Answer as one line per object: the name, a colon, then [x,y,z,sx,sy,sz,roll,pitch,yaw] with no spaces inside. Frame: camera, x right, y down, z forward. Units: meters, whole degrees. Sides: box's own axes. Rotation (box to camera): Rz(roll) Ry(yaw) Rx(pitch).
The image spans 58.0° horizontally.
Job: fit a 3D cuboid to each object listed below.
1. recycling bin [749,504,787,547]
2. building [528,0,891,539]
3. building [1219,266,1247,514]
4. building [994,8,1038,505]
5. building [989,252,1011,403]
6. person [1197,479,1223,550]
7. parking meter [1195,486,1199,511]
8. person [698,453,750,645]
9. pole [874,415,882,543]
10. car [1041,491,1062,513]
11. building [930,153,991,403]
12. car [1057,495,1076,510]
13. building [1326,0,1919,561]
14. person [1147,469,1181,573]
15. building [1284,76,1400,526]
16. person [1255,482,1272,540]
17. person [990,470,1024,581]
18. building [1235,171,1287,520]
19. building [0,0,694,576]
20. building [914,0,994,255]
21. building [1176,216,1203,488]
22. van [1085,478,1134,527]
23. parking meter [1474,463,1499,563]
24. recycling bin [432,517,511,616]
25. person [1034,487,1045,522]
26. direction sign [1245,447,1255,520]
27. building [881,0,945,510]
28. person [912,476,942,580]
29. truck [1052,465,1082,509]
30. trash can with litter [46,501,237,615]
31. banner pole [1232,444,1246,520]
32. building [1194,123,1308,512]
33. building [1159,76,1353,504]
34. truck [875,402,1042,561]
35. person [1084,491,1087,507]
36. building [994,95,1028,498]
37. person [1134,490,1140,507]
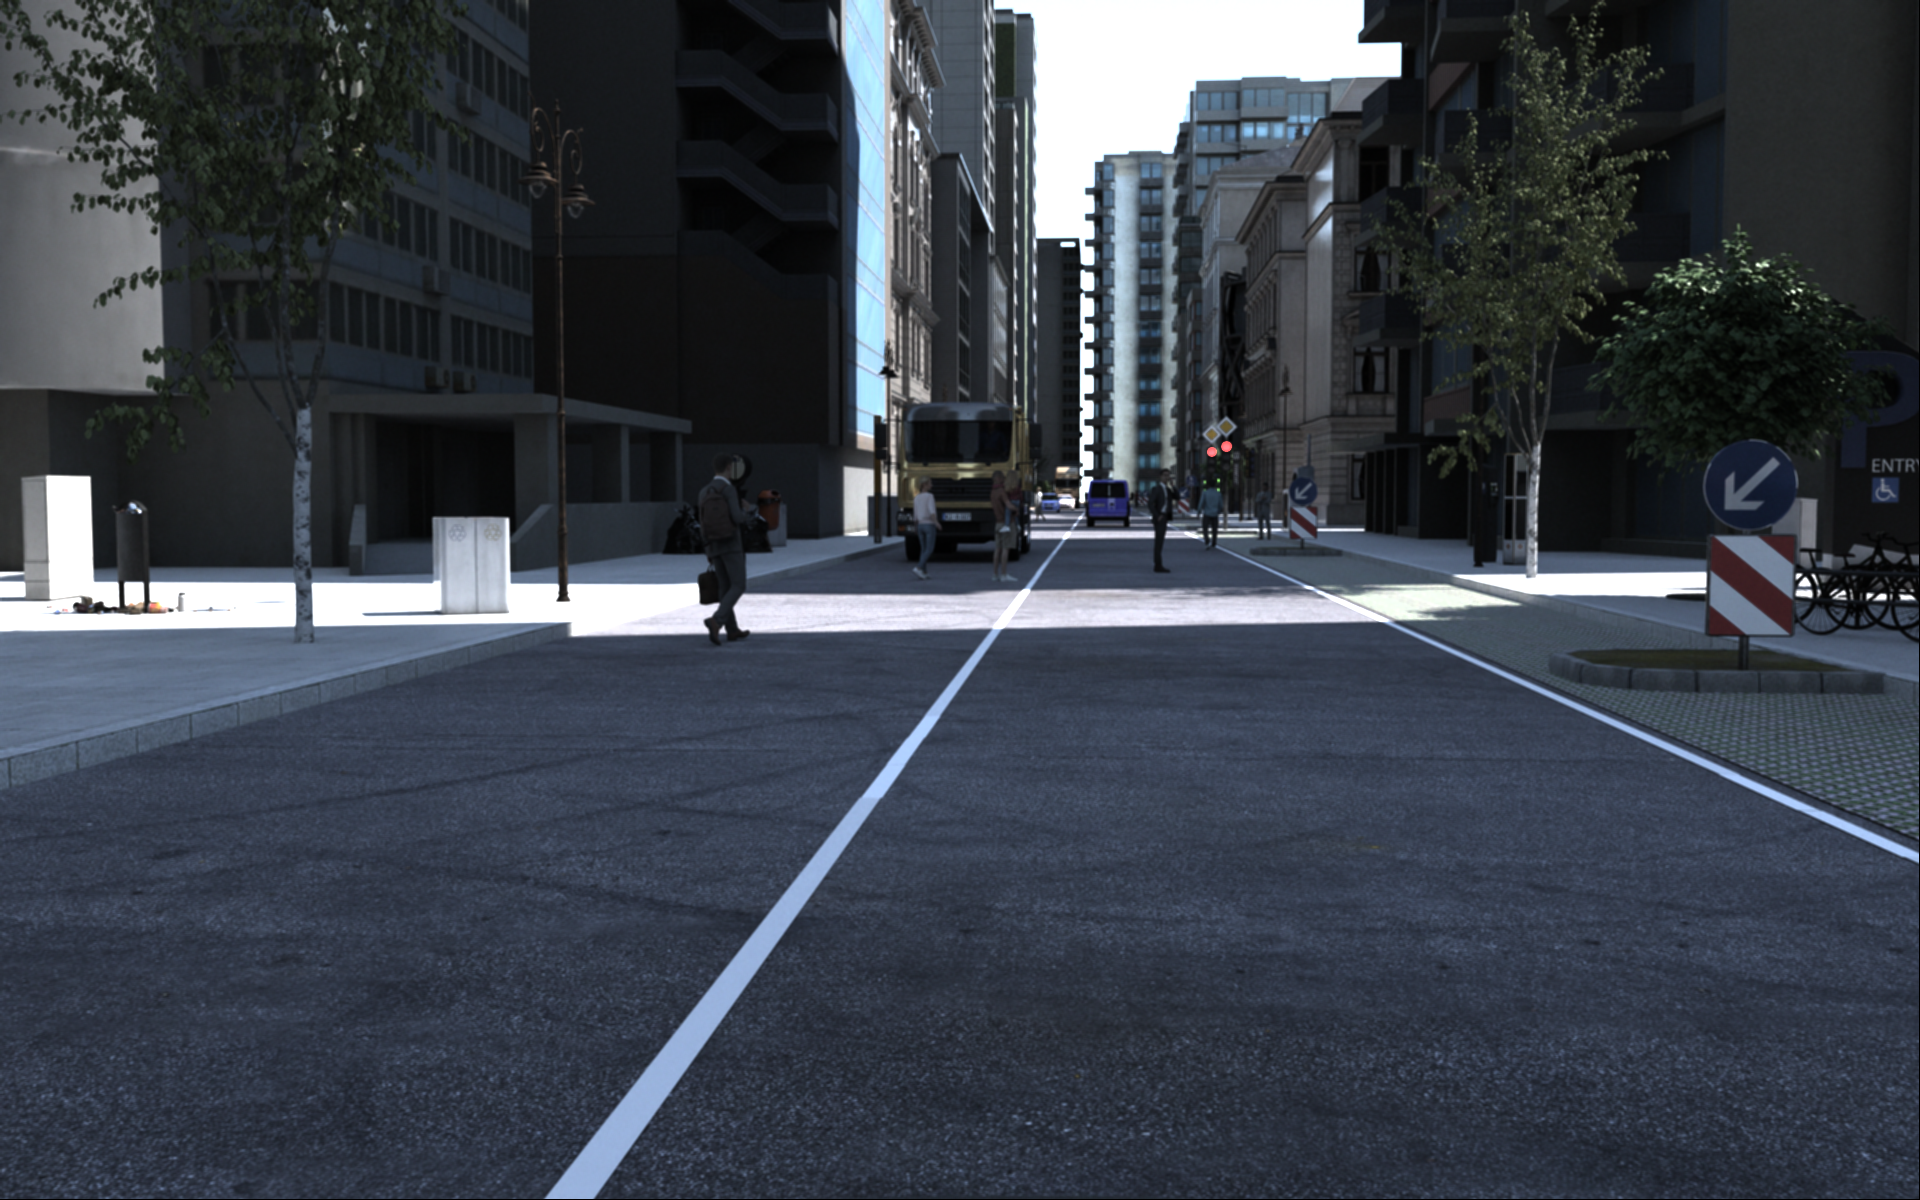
recycling bin: [-4.700,-1.810,42.140,0.722,1.027,0.722,2,4,27]
building: [-10.113,-24.783,55.308,14.200,45.320,14.600,0,4,5]
building: [25.813,-15.203,116.022,16.820,18.784,16.811,0,4,5]
building: [-4.853,-40.909,210.857,28.212,58.520,21.231,0,4,5]
building: [-1.430,-17.478,134.915,9.793,20.994,18.267,0,4,5]
person: [6.459,-2.210,44.651,0.660,1.820,0.620,-1,4,-8]
parking meter: [18.266,-7.806,133.346,0.255,1.863,0.399,0,4,-1]
person: [-2.299,-0.505,16.713,0.622,1.834,0.822,2,4,32]
pole: [-2.138,-3.132,45.048,0.158,3.312,0.155,0,3,0]
car: [6.942,-7.656,134.761,1.945,1.707,3.694,0,4,4]
building: [-6.014,-17.846,110.853,14.314,24.678,30.058,0,4,5]
car: [9.421,-8.820,156.573,2.083,1.381,4.827,0,4,4]
building: [22.465,-23.864,44.793,22.147,44.769,28.867,0,4,5]
person: [3.767,-1.470,31.893,0.474,1.900,0.648,2,4,30]
building: [24.361,-12.808,74.039,19.286,19.102,10.561,0,4,5]
person: [9.481,-2.777,54.089,0.511,1.800,0.466,1,4,18]
person: [0.752,-1.225,28.510,0.580,1.828,0.573,1,4,16]
building: [20.721,-13.952,92.743,10.561,19.102,19.286,0,4,5]
building: [-22.792,-21.011,35.415,32.217,40.220,23.993,0,4,5]
building: [-5.164,-43.885,155.765,20.563,71.187,20.611,0,4,5]
building: [29.714,-25.055,181.349,14.160,30.474,14.107,0,4,5]
van: [6.633,-4.449,77.131,2.240,2.365,5.245,0,4,6]
parking meter: [9.899,-1.643,32.569,0.255,1.863,0.399,-2,4,-30]
recycling bin: [-5.278,-0.376,18.702,0.722,1.027,0.722,-2,4,-23]
person: [4.167,-4.986,90.253,0.641,1.798,0.478,3,4,38]
direction sign: [14.147,-5.662,84.574,0.379,3.537,0.876,-1,4,-20]
building: [-8.573,-18.117,83.610,14.401,28.519,23.554,0,4,5]
person: [-0.589,-1.218,29.080,0.731,1.740,0.598,3,4,36]
truck: [10.495,-11.008,168.889,2.839,4.237,11.283,0,4,4]
trash can with litter: [-9.201,-0.488,19.041,2.233,1.210,1.678,2,4,35]
banner pole: [13.856,-5.872,86.032,0.863,3.779,0.401,3,5,41]
building: [25.551,-21.304,134.228,13.634,28.700,20.117,0,4,5]
building: [36.258,-35.655,202.572,23.786,49.044,30.456,0,4,5]
truck: [0.229,-2.667,39.536,3.469,3.379,9.791,0,4,4]
person: [14.267,-11.487,196.332,0.705,1.822,1.348,-1,4,-11]
building: [-0.561,-29.975,173.684,14.154,41.232,14.086,0,4,5]
person: [19.763,-11.358,194.143,0.705,1.831,1.348,3,5,43]
